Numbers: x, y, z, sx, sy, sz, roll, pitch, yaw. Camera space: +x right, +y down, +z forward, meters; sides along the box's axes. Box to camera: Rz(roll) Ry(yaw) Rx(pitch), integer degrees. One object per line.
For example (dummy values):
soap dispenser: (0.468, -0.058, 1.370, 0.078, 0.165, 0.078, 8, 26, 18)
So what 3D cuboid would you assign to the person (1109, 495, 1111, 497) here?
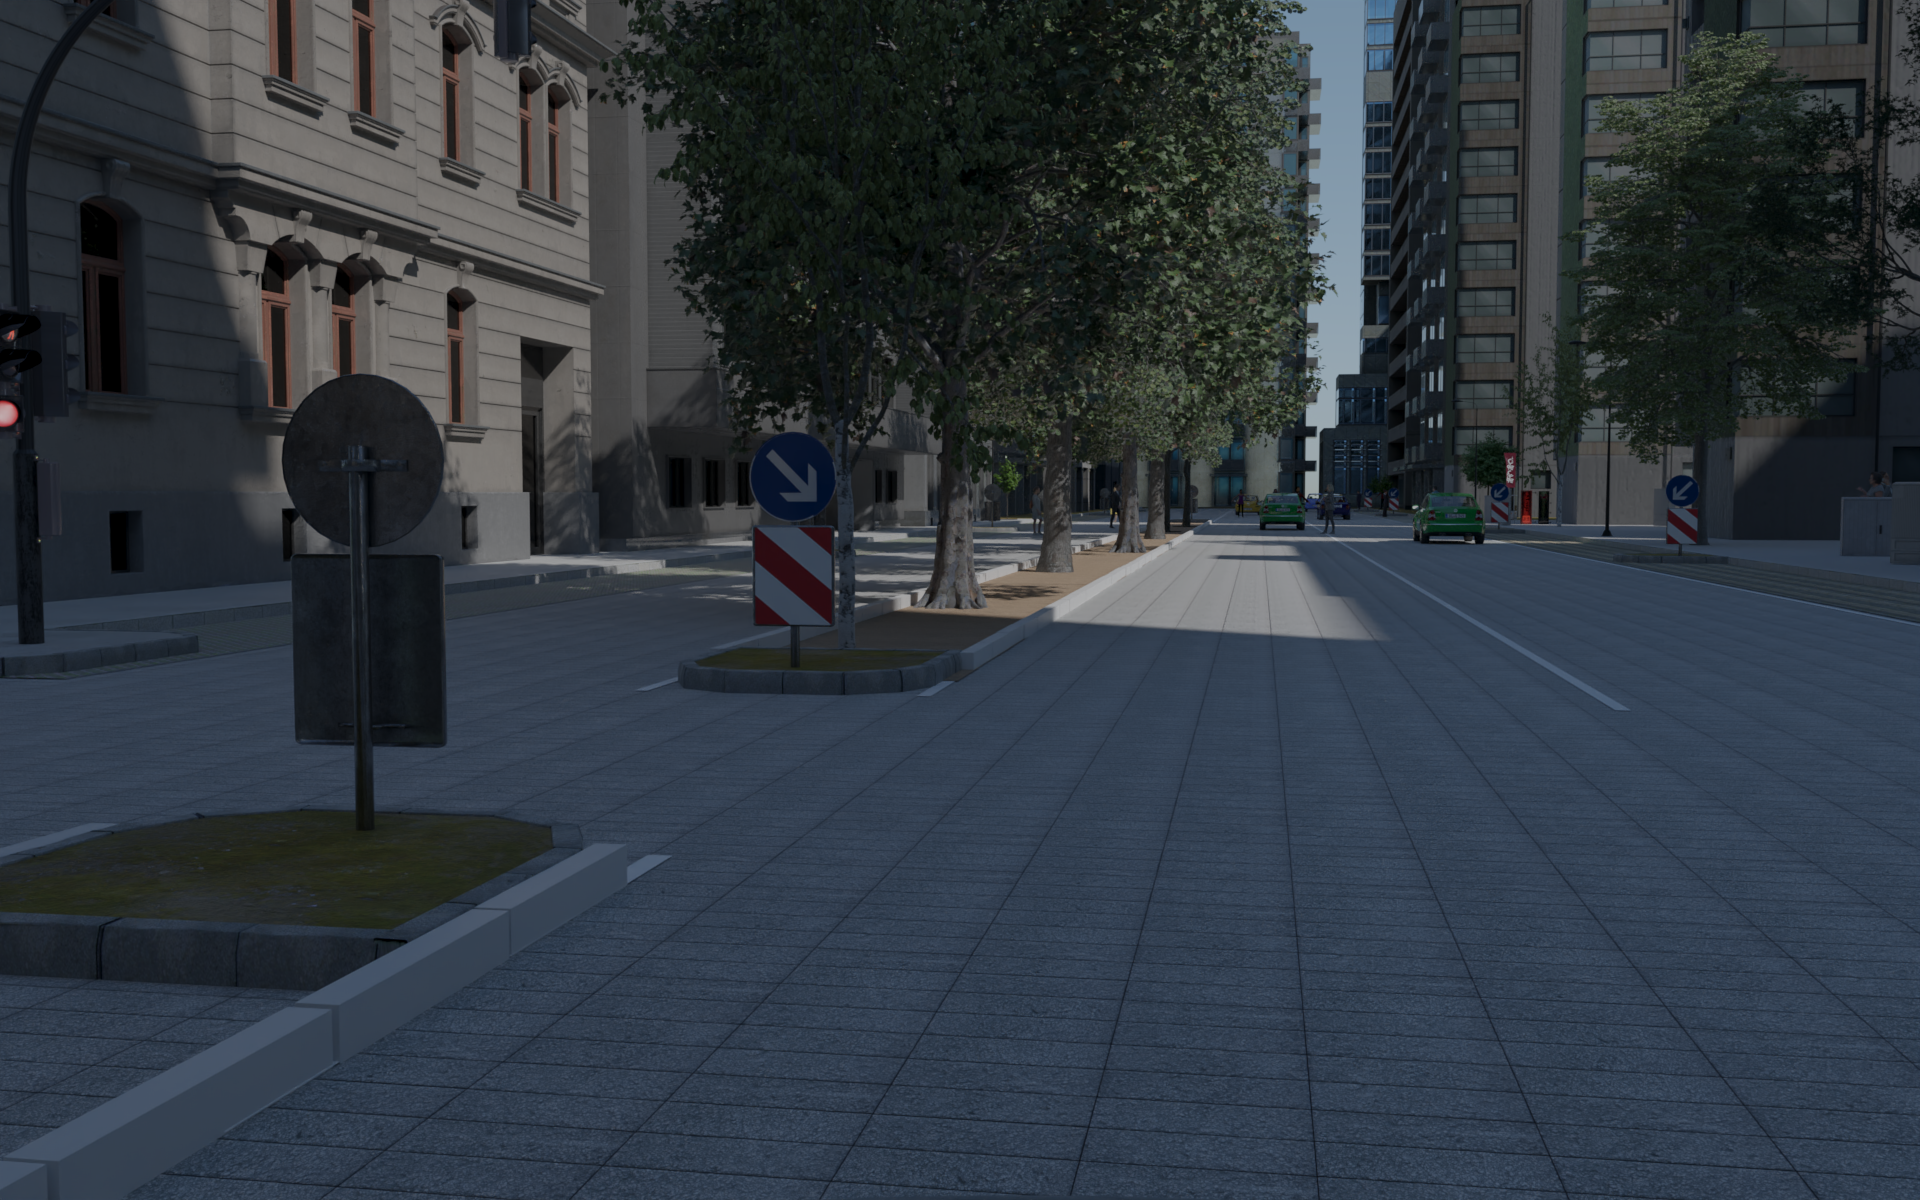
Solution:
person: (12.141, -8.397, 144.053, 1.217, 1.735, 0.721, -3, 4, -37)

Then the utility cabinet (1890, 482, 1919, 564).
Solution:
utility cabinet: (17.525, -1.385, 31.326, 1.173, 1.500, 0.318, 3, 4, 39)

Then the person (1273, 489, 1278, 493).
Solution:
person: (18.225, -5.552, 99.950, 0.551, 1.740, 0.621, -1, 4, -9)

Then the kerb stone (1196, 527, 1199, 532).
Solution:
kerb stone: (8.518, -2.498, 63.044, 0.120, 0.150, 1.000, 1, 4, 10)

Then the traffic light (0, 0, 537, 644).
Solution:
traffic light: (-5.873, -2.430, 14.399, 4.771, 5.953, 1.251, 1, 4, 10)

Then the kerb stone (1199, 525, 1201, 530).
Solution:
kerb stone: (9.034, -2.682, 66.075, 0.120, 0.150, 1.000, 1, 4, 10)

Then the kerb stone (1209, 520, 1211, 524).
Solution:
kerb stone: (11.134, -3.425, 78.212, 0.120, 0.150, 1.000, 1, 4, 10)

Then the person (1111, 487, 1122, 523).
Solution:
person: (8.231, -4.816, 87.452, 1.509, 1.804, 0.699, -2, 4, -24)

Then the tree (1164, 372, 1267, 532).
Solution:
tree: (9.848, -8.929, 74.202, 9.928, 11.665, 9.643, 0, 3, 0)

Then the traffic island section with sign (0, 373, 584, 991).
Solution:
traffic island section with sign: (-2.383, 0.129, 6.033, 2.006, 1.907, 1.989, 1, 4, 10)

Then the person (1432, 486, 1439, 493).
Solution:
person: (21.726, -4.311, 79.005, 0.660, 1.820, 0.620, -3, 4, -36)

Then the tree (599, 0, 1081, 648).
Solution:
tree: (-0.981, -3.773, 14.503, 4.737, 8.622, 4.395, 0, 3, 0)

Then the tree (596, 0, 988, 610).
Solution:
tree: (-0.051, -6.247, 21.599, 9.611, 12.733, 9.660, 0, 3, 0)

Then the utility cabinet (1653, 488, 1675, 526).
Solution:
utility cabinet: (27.887, -3.661, 68.528, 0.318, 1.500, 1.173, 0, 4, -5)

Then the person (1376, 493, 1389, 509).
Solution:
person: (36.712, -8.835, 150.435, 1.348, 1.831, 0.705, -1, 4, -20)

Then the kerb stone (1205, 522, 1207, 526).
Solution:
kerb stone: (10.266, -3.116, 73.148, 0.120, 0.150, 1.000, 1, 4, 10)

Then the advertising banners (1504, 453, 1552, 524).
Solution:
advertising banners: (23.962, -4.707, 73.147, 2.074, 3.025, 0.090, 0, 4, -3)

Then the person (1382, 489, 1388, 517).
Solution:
person: (26.408, -5.988, 107.204, 0.445, 1.727, 0.742, -1, 4, -8)

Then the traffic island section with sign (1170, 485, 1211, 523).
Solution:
traffic island section with sign: (11.664, -4.847, 87.379, 2.006, 1.907, 1.989, 1, 4, 10)

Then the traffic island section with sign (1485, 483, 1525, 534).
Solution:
traffic island section with sign: (19.505, -3.344, 63.303, 1.989, 1.847, 2.006, 1, 4, 10)

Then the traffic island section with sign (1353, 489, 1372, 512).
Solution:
traffic island section with sign: (32.595, -7.976, 139.028, 1.989, 1.847, 2.006, 1, 4, 10)

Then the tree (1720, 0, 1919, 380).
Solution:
tree: (16.369, -5.674, 27.186, 8.767, 10.594, 7.601, 2, 4, 30)

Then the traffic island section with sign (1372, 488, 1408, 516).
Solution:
traffic island section with sign: (27.999, -6.351, 112.466, 1.989, 1.847, 2.006, 1, 4, 10)

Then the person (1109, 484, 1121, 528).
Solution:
person: (6.593, -3.917, 72.323, 0.755, 1.850, 0.659, 2, 4, 30)

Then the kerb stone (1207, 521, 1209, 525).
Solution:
kerb stone: (10.609, -3.240, 75.174, 0.120, 0.150, 1.000, 1, 4, 10)

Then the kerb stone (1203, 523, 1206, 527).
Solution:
kerb stone: (9.906, -2.991, 71.128, 0.120, 0.150, 1.000, 1, 4, 10)

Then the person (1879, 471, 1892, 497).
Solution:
person: (21.056, -2.025, 39.333, 0.592, 1.802, 0.473, -1, 4, -14)

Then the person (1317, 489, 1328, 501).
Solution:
person: (27.820, -7.538, 131.837, 1.350, 1.814, 0.705, -1, 4, -20)

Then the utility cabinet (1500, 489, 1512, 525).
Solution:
utility cabinet: (22.358, -3.817, 71.091, 0.318, 1.500, 1.173, 0, 4, 8)

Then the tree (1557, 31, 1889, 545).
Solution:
tree: (18.603, -7.617, 42.673, 7.486, 12.596, 7.792, 0, 3, 0)

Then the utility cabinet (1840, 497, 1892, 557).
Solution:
utility cabinet: (18.769, -1.504, 35.758, 1.020, 1.237, 0.306, 1, 4, 18)

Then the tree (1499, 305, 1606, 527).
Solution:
tree: (23.268, -7.148, 67.232, 4.737, 8.622, 4.395, 0, 3, 0)

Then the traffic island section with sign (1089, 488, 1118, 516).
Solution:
traffic island section with sign: (9.652, -6.511, 115.087, 1.989, 1.847, 2.006, 1, 4, 10)

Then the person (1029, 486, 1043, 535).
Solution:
person: (2.654, -3.095, 60.111, 0.522, 1.701, 0.512, 0, 4, 7)

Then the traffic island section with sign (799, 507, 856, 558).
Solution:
traffic island section with sign: (-3.433, -1.873, 39.247, 1.989, 1.847, 2.006, 1, 4, 10)

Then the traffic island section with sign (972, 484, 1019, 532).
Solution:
traffic island section with sign: (1.232, -3.527, 66.296, 1.989, 1.847, 2.006, 1, 4, 10)

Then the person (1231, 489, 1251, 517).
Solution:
person: (17.255, -5.940, 106.308, 1.217, 1.739, 0.721, 0, 4, 1)

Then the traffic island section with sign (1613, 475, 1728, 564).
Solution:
traffic island section with sign: (14.870, -1.698, 36.391, 1.989, 1.847, 2.006, 1, 4, 10)

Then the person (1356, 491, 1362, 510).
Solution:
person: (33.041, -8.197, 143.437, 0.541, 1.710, 0.530, -2, 4, -27)

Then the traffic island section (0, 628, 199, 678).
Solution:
traffic island section: (-7.987, 0.454, 14.861, 2.009, 0.180, 2.903, 1, 4, 10)

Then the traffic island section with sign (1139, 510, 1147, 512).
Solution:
traffic island section with sign: (14.245, -8.136, 141.650, 1.989, 1.847, 2.006, 1, 4, 10)

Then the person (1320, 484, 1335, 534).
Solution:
person: (13.208, -3.271, 62.158, 0.526, 1.800, 0.537, 0, 4, 7)

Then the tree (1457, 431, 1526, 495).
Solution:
tree: (27.467, -6.480, 89.664, 4.285, 4.588, 4.351, 0, 3, 0)

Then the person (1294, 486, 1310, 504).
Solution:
person: (17.300, -4.903, 88.628, 1.348, 1.831, 0.705, -1, 4, -21)

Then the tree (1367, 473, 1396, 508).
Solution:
tree: (35.700, -9.254, 145.901, 1.663, 3.219, 1.824, 0, 3, 0)

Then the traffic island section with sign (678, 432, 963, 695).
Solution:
traffic island section with sign: (-1.113, -0.318, 13.331, 2.006, 1.907, 1.989, 1, 4, 10)

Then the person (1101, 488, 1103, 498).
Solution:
person: (11.806, -8.339, 142.394, 0.705, 1.823, 1.348, -1, 4, -14)

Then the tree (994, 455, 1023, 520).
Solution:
tree: (2.233, -5.634, 86.719, 1.663, 3.219, 1.824, 0, 3, 0)

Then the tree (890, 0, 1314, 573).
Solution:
tree: (1.746, -7.476, 31.343, 9.857, 13.997, 8.962, 0, 3, 0)

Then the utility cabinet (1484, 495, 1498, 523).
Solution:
utility cabinet: (23.950, -4.059, 77.522, 0.306, 1.237, 1.020, -2, 4, -29)

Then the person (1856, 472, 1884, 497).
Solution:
person: (20.268, -1.971, 38.630, 0.532, 1.782, 0.716, 1, 4, 11)
